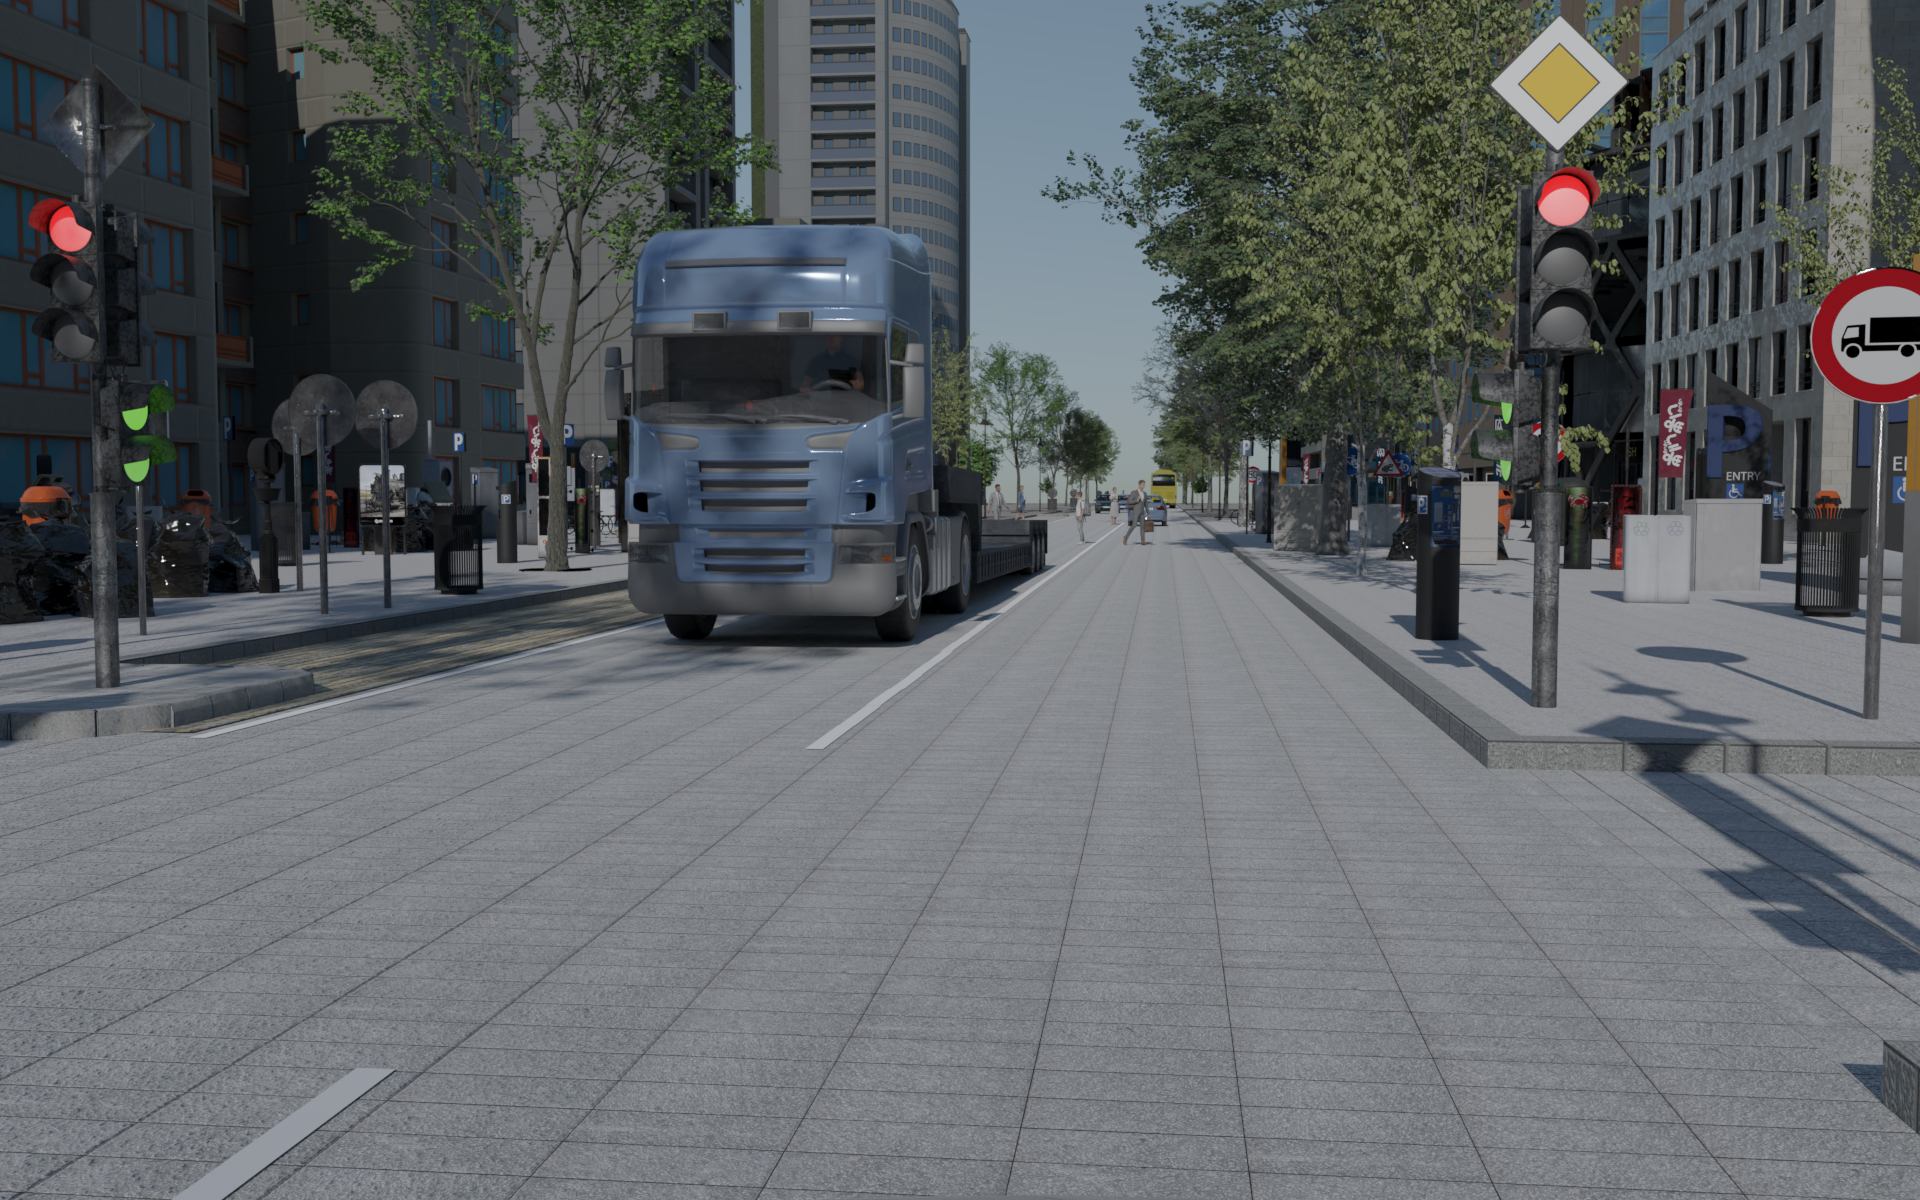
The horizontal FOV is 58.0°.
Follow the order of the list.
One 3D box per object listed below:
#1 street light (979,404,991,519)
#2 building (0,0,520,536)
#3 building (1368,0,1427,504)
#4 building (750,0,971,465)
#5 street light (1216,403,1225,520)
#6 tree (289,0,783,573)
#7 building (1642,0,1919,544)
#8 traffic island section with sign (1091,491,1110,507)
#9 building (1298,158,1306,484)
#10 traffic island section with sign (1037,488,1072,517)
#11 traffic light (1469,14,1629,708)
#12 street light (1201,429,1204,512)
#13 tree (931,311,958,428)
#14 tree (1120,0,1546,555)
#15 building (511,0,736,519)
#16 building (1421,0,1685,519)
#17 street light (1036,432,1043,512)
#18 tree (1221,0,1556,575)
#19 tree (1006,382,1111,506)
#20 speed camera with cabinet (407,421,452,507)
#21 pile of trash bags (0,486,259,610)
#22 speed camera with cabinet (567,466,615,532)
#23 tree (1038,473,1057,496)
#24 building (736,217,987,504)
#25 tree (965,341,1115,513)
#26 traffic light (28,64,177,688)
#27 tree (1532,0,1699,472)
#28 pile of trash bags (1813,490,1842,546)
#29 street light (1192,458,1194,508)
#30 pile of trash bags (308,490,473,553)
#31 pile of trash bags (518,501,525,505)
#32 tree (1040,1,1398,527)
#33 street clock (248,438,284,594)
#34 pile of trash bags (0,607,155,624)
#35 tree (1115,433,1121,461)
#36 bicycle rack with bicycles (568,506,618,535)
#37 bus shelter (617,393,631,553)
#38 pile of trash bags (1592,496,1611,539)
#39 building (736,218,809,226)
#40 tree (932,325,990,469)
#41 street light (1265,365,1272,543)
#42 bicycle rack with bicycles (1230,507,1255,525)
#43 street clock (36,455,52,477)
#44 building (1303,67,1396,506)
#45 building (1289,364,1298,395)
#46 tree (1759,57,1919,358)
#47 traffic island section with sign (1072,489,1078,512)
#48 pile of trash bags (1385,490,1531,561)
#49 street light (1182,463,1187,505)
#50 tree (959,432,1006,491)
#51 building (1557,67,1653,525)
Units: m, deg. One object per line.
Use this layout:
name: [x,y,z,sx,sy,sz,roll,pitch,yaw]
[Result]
street light: [1.276,-7.041,87.906,0.468,5.910,1.993,0,4,7]
building: [-30.963,-12.459,48.750,27.650,21.520,28.899,0,4,7]
building: [43.204,-28.984,128.521,22.147,44.769,28.867,0,4,7]
building: [-10.818,-40.188,199.073,21.231,58.520,28.212,0,4,7]
street light: [12.664,-6.823,84.350,0.468,5.910,1.993,0,4,7]
tree: [-6.764,-6.273,28.322,9.928,11.665,9.643,0,3,0]
building: [28.360,-12.058,51.897,10.420,20.320,16.860,0,4,7]
traffic island section with sign: [15.533,-11.234,192.299,1.989,1.847,2.006,0,4,7]
building: [53.528,-36.109,214.077,21.300,48.544,21.600,0,4,7]
traffic island section with sign: [5.965,-6.249,110.791,1.989,1.847,2.006,0,4,7]
traffic light: [3.504,-1.310,10.335,0.839,4.253,0.868,0,4,7]
street light: [17.063,-9.105,121.659,0.468,5.910,1.993,0,4,7]
tree: [-2.224,-7.041,65.475,4.360,8.622,3.978,0,3,0]
tree: [7.861,-7.928,36.283,9.857,13.997,8.962,0,3,0]
building: [-21.745,-40.349,97.960,20.563,71.187,20.611,0,4,7]
building: [36.909,-27.966,107.351,14.600,45.320,14.200,0,4,7]
street light: [5.868,-9.423,126.848,0.468,5.910,1.993,0,4,7]
tree: [6.234,-4.682,26.906,4.737,8.622,4.395,0,3,0]
tree: [7.787,-12.824,144.085,8.767,10.594,7.601,-2,4,-29]
speed camera with cabinet: [-14.210,-3.157,45.955,0.660,3.252,2.038,1,4,11]
pile of trash bags: [-10.326,-0.716,21.464,1.912,1.369,3.447,1,4,9]
speed camera with cabinet: [-12.661,-3.903,58.148,2.038,3.252,0.660,-2,4,-30]
tree: [7.695,-9.775,154.427,1.663,3.219,1.824,0,3,0]
building: [-13.245,-32.677,226.148,32.217,40.220,23.993,0,4,7]
tree: [3.890,-11.764,118.090,9.928,11.665,9.643,0,3,0]
traffic light: [-5.647,-1.374,11.389,0.839,4.253,0.868,0,4,7]
tree: [5.464,-4.189,18.848,4.737,8.622,4.395,0,3,0]
pile of trash bags: [22.525,-1.970,41.962,3.447,1.369,1.912,3,5,40]
street light: [21.612,-11.487,160.606,0.468,5.910,1.993,0,4,7]
pile of trash bags: [-12.732,-1.764,38.591,3.447,1.369,1.912,-3,5,-39]
pile of trash bags: [-18.421,-3.780,71.551,1.912,1.369,3.447,1,4,14]
tree: [9.914,-12.971,67.966,12.611,20.169,13.585,0,3,0]
street clock: [-8.948,-1.089,22.382,0.358,2.002,0.471,1,4,11]
pile of trash bags: [-10.143,-0.473,17.481,1.912,1.369,3.447,3,5,45]
tree: [19.267,-19.538,245.206,9.928,11.665,9.643,0,3,0]
bicycle rack with bicycles: [-11.663,-2.490,54.102,2.925,0.926,2.852,3,5,41]
bus shelter: [-6.296,-3.022,40.697,1.731,3.624,6.357,0,4,7]
pile of trash bags: [17.698,-2.397,48.944,1.912,1.369,3.447,-1,4,-22]
building: [-22.050,-17.092,124.489,27.650,21.520,28.899,0,4,7]
tree: [-0.543,-7.600,74.630,4.737,8.622,4.395,0,3,0]
street light: [8.129,-4.441,45.402,0.468,5.910,1.993,0,4,7]
bicycle rack with bicycles: [12.556,-3.572,71.778,2.925,0.926,2.852,2,4,31]
street clock: [-16.908,-1.679,32.024,0.358,2.002,0.471,-2,4,-31]
building: [50.417,-34.803,192.733,21.300,48.544,21.600,0,4,7]
building: [51.375,-28.249,233.570,14.160,30.474,14.107,0,4,7]
tree: [15.465,-4.743,27.904,4.737,8.622,4.395,0,3,0]
traffic island section with sign: [9.127,-7.893,137.682,1.989,1.847,2.006,0,4,7]
pile of trash bags: [9.937,-1.487,34.069,1.912,1.369,3.447,3,5,43]
street light: [31.216,-16.502,242.591,0.468,5.910,1.993,0,4,7]
tree: [0.777,-6.588,91.425,4.285,4.588,4.351,0,3,0]
building: [33.912,-12.623,73.837,16.820,18.784,16.811,0,4,7]
